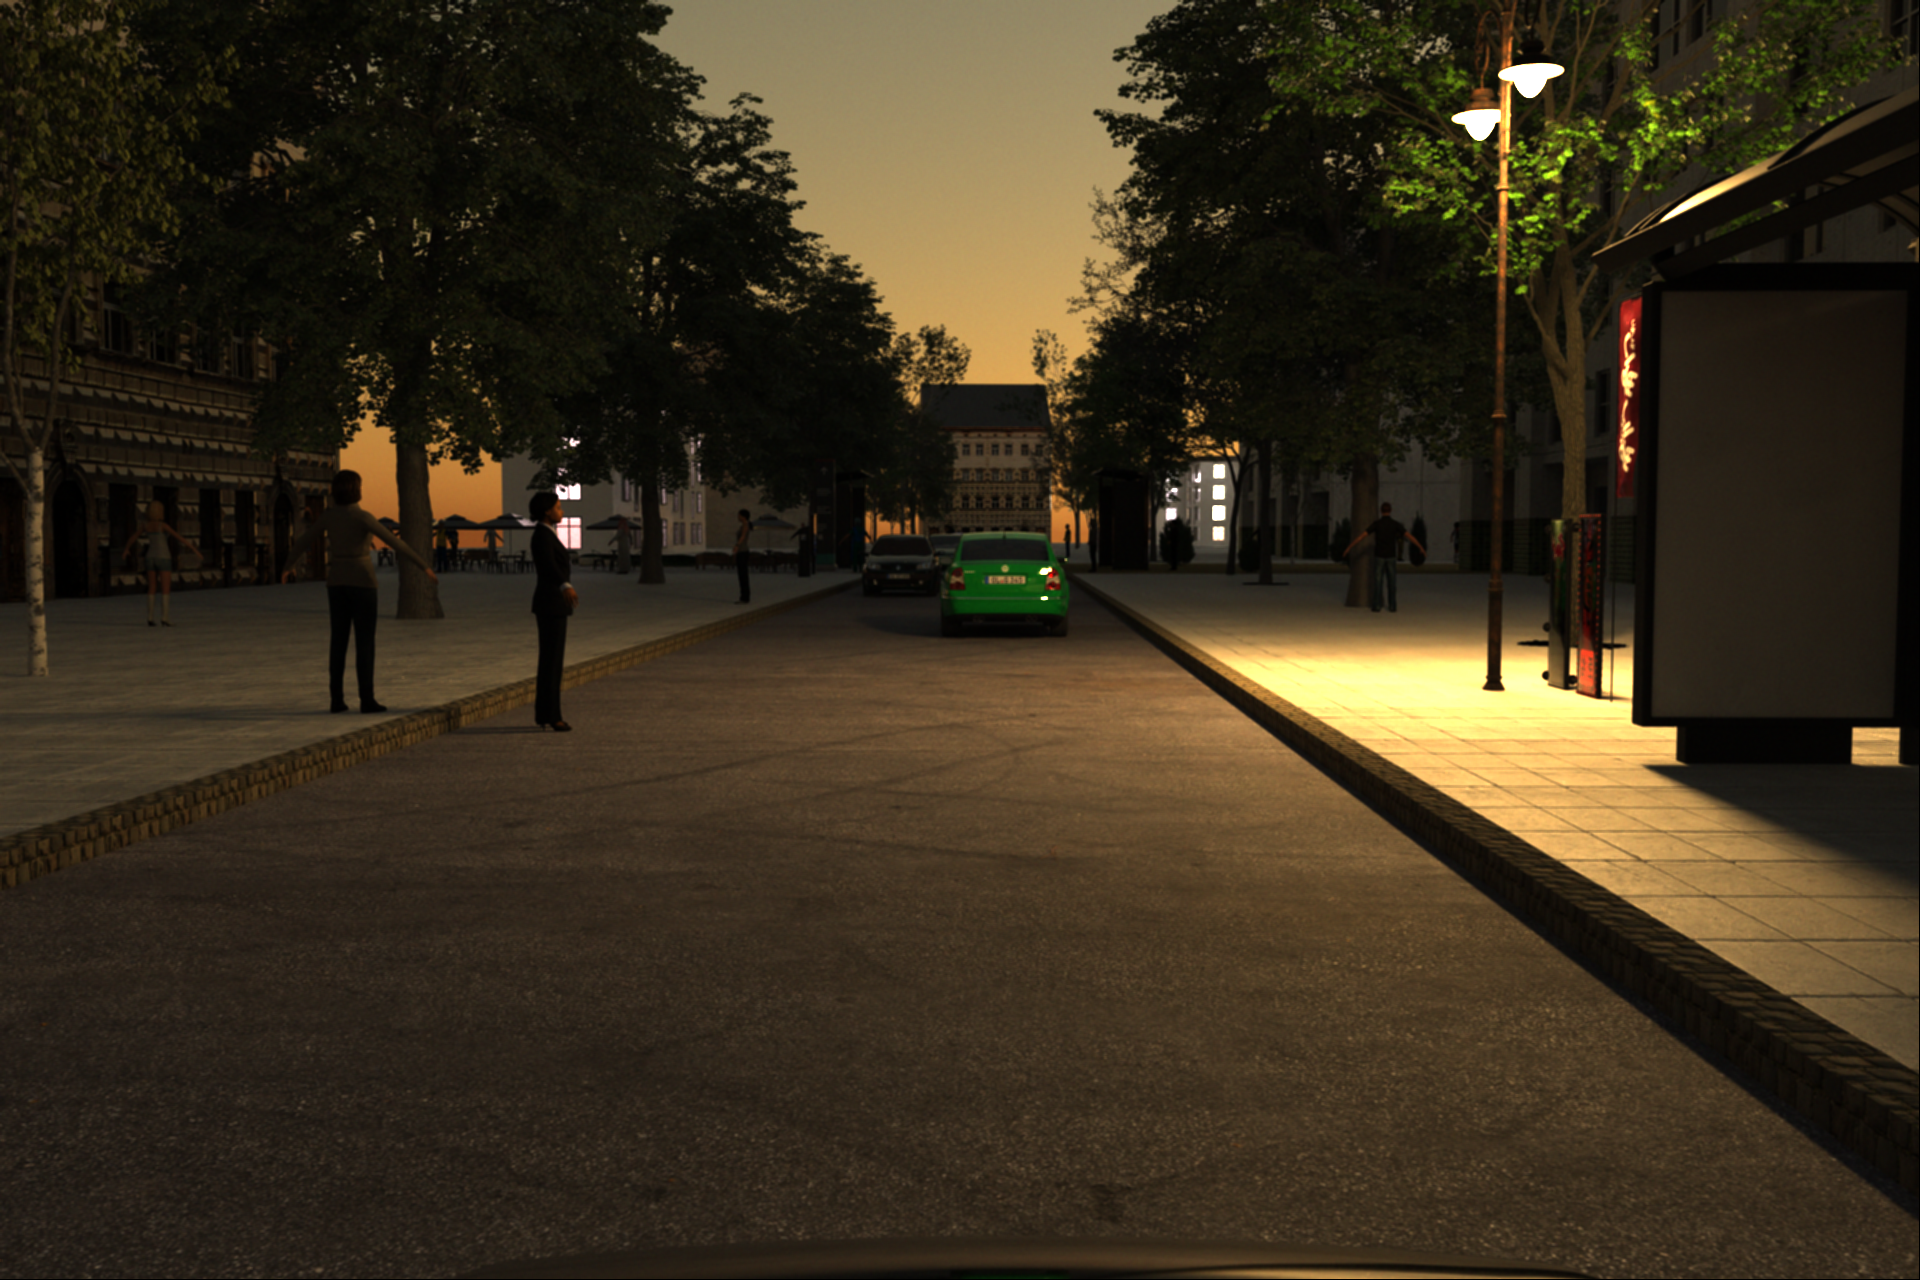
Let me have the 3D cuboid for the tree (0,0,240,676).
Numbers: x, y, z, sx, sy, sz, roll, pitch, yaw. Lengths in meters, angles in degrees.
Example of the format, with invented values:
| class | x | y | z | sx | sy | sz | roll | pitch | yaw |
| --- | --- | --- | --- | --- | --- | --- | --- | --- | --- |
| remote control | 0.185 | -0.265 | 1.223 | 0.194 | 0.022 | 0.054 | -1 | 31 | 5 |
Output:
| class | x | y | z | sx | sy | sz | roll | pitch | yaw |
| --- | --- | --- | --- | --- | --- | --- | --- | --- | --- |
| tree | -8.490 | -3.991 | 15.611 | 4.737 | 8.622 | 4.395 | 0 | 3 | 0 |

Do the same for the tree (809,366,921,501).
| class | x | y | z | sx | sy | sz | roll | pitch | yaw |
| --- | --- | --- | --- | --- | --- | --- | --- | --- | --- |
| tree | -6.226 | -11.065 | 106.668 | 9.928 | 11.665 | 9.643 | 0 | 3 | 0 |

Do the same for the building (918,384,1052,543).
| class | x | y | z | sx | sy | sz | roll | pitch | yaw |
| --- | --- | --- | --- | --- | --- | --- | --- | --- | --- |
| building | 3.305 | -25.607 | 252.062 | 18.063 | 23.208 | 19.493 | 0 | 4 | -3 |

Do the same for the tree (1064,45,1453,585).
| class | x | y | z | sx | sy | sz | roll | pitch | yaw |
| --- | --- | --- | --- | --- | --- | --- | --- | --- | --- |
| tree | 7.677 | -8.146 | 43.564 | 12.009 | 13.543 | 11.850 | 0 | 3 | 0 |

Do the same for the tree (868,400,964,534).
| class | x | y | z | sx | sy | sz | roll | pitch | yaw |
| --- | --- | --- | --- | --- | --- | --- | --- | --- | --- |
| tree | -4.534 | -15.643 | 162.414 | 9.857 | 13.997 | 8.962 | 0 | 3 | 0 |

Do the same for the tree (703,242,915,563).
| class | x | y | z | sx | sy | sz | roll | pitch | yaw |
| --- | --- | --- | --- | --- | --- | --- | --- | --- | --- |
| tree | -6.619 | -10.459 | 77.667 | 9.857 | 13.997 | 8.962 | 0 | 3 | 0 |

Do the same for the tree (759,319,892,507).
| class | x | y | z | sx | sy | sz | roll | pitch | yaw |
| --- | --- | --- | --- | --- | --- | --- | --- | --- | --- |
| tree | -7.220 | -10.481 | 89.494 | 7.486 | 12.596 | 7.792 | 0 | 3 | 0 |

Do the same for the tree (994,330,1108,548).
| class | x | y | z | sx | sy | sz | roll | pitch | yaw |
| --- | --- | --- | --- | --- | --- | --- | --- | --- | --- |
| tree | 9.690 | -18.686 | 161.401 | 12.611 | 20.169 | 13.585 | 0 | 3 | 0 |

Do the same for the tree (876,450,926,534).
| class | x | y | z | sx | sy | sz | roll | pitch | yaw |
| --- | --- | --- | --- | --- | --- | --- | --- | --- | --- |
| tree | -5.379 | -11.181 | 133.174 | 4.360 | 8.622 | 3.978 | 0 | 3 | 0 |

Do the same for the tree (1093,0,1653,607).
| class | x | y | z | sx | sy | sz | roll | pitch | yaw |
| --- | --- | --- | --- | --- | --- | --- | --- | --- | --- |
| tree | 7.214 | -7.548 | 30.066 | 9.857 | 13.997 | 8.962 | 0 | 3 | 0 |

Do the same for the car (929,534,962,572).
| class | x | y | z | sx | sy | sz | roll | pitch | yaw |
| --- | --- | --- | --- | --- | --- | --- | --- | --- | --- |
| car | -0.415 | -2.850 | 58.394 | 2.131 | 1.459 | 4.920 | 0 | 4 | 1 |

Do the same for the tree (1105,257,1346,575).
| class | x | y | z | sx | sy | sz | roll | pitch | yaw |
| --- | --- | --- | --- | --- | --- | --- | --- | --- | --- |
| tree | 8.638 | -7.320 | 54.102 | 8.767 | 10.594 | 7.601 | -1 | 4 | -19 |

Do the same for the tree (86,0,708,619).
| class | x | y | z | sx | sy | sz | roll | pitch | yaw |
| --- | --- | --- | --- | --- | --- | --- | --- | --- | --- |
| tree | -8.185 | -7.288 | 25.815 | 9.857 | 13.997 | 8.962 | 0 | 3 | 0 |

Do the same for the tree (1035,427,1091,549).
| class | x | y | z | sx | sy | sz | roll | pitch | yaw |
| --- | --- | --- | --- | --- | --- | --- | --- | --- | --- |
| tree | 10.275 | -13.193 | 150.109 | 8.767 | 10.594 | 7.601 | 1 | 4 | 20 |

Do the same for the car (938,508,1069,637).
| class | x | y | z | sx | sy | sz | roll | pitch | yaw |
| --- | --- | --- | --- | --- | --- | --- | --- | --- | --- |
| car | 0.641 | -1.022 | 25.498 | 1.959 | 1.807 | 4.718 | 0 | 4 | 1 |

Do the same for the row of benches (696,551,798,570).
| class | x | y | z | sx | sy | sz | roll | pitch | yaw |
| --- | --- | --- | --- | --- | --- | --- | --- | --- | --- |
| row of benches | -7.813 | -2.926 | 63.310 | 4.104 | 0.672 | 1.422 | -2 | 4 | -34 |

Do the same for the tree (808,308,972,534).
| class | x | y | z | sx | sy | sz | roll | pitch | yaw |
| --- | --- | --- | --- | --- | --- | --- | --- | --- | --- |
| tree | -6.085 | -17.622 | 144.010 | 12.611 | 20.169 | 13.585 | 0 | 3 | 0 |

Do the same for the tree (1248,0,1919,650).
| class | x | y | z | sx | sy | sz | roll | pitch | yaw |
| --- | --- | --- | --- | --- | --- | --- | --- | --- | --- |
| tree | 6.827 | -5.730 | 19.448 | 9.928 | 11.665 | 9.643 | 0 | 3 | 0 |

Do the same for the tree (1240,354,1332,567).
| class | x | y | z | sx | sy | sz | roll | pitch | yaw |
| --- | --- | --- | --- | --- | --- | --- | --- | --- | --- |
| tree | 13.043 | -7.154 | 67.334 | 4.360 | 8.622 | 3.978 | 0 | 3 | 0 |

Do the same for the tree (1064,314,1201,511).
| class | x | y | z | sx | sy | sz | roll | pitch | yaw |
| --- | --- | --- | --- | --- | --- | --- | --- | --- | --- |
| tree | 8.915 | -10.492 | 89.669 | 7.486 | 12.596 | 7.792 | 0 | 3 | 0 |

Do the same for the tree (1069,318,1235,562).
| class | x | y | z | sx | sy | sz | roll | pitch | yaw |
| --- | --- | --- | --- | --- | --- | --- | --- | --- | --- |
| tree | 9.096 | -9.421 | 79.784 | 9.928 | 11.665 | 9.643 | 0 | 3 | 0 |

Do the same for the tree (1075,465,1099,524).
| class | x | y | z | sx | sy | sz | roll | pitch | yaw |
| --- | --- | --- | --- | --- | --- | --- | --- | --- | --- |
| tree | 10.737 | -11.730 | 142.143 | 4.360 | 8.622 | 3.978 | 0 | 3 | 0 |

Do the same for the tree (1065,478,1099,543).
| class | x | y | z | sx | sy | sz | roll | pitch | yaw |
| --- | --- | --- | --- | --- | --- | --- | --- | --- | --- |
| tree | 18.857 | -20.029 | 253.226 | 9.928 | 11.665 | 9.643 | 0 | 3 | 0 |

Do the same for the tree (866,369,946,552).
| class | x | y | z | sx | sy | sz | roll | pitch | yaw |
| --- | --- | --- | --- | --- | --- | --- | --- | --- | --- |
| tree | -5.941 | -12.957 | 122.215 | 12.009 | 13.543 | 11.850 | 0 | 3 | 0 |

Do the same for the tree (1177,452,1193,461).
| class | x | y | z | sx | sy | sz | roll | pitch | yaw |
| --- | --- | --- | --- | --- | --- | --- | --- | --- | --- |
| tree | 33.649 | -20.930 | 252.572 | 12.009 | 13.543 | 11.850 | 0 | 3 | 0 |

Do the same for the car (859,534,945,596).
| class | x | y | z | sx | sy | sz | roll | pitch | yaw |
| --- | --- | --- | --- | --- | --- | --- | --- | --- | --- |
| car | -1.349 | -1.910 | 41.021 | 2.009 | 1.686 | 4.222 | 0 | 4 | 1 |

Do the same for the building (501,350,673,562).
| class | x | y | z | sx | sy | sz | roll | pitch | yaw |
| --- | --- | --- | --- | --- | --- | --- | --- | --- | --- |
| building | -19.654 | -9.171 | 92.097 | 9.099 | 9.664 | 28.070 | 0 | 4 | 2 |

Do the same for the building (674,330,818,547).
| class | x | y | z | sx | sy | sz | roll | pitch | yaw |
| --- | --- | --- | --- | --- | --- | --- | --- | --- | --- |
| building | -22.196 | -21.288 | 178.981 | 19.493 | 23.208 | 18.063 | 0 | 4 | 2 |

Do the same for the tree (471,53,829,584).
| class | x | y | z | sx | sy | sz | roll | pitch | yaw |
| --- | --- | --- | --- | --- | --- | --- | --- | --- | --- |
| tree | -8.057 | -8.435 | 44.564 | 9.857 | 13.997 | 8.962 | 0 | 3 | 0 |

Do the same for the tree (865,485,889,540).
| class | x | y | z | sx | sy | sz | roll | pitch | yaw |
| --- | --- | --- | --- | --- | --- | --- | --- | --- | --- |
| tree | -12.734 | -19.487 | 253.016 | 7.601 | 10.594 | 8.767 | 0 | 4 | -2 |

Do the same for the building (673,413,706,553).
| class | x | y | z | sx | sy | sz | roll | pitch | yaw |
| --- | --- | --- | --- | --- | --- | --- | --- | --- | --- |
| building | -23.080 | -11.314 | 127.123 | 9.099 | 9.664 | 28.070 | 0 | 4 | 2 |

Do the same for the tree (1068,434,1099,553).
| class | x | y | z | sx | sy | sz | roll | pitch | yaw |
| --- | --- | --- | --- | --- | --- | --- | --- | --- | --- |
| tree | 9.414 | -10.230 | 117.620 | 4.360 | 8.622 | 3.978 | 0 | 3 | 0 |

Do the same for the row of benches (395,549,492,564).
| class | x | y | z | sx | sy | sz | roll | pitch | yaw |
| --- | --- | --- | --- | --- | --- | --- | --- | --- | --- |
| row of benches | -21.988 | -3.583 | 74.046 | 4.104 | 0.672 | 1.422 | 0 | 4 | -7 |

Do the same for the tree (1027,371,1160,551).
| class | x | y | z | sx | sy | sz | roll | pitch | yaw |
| --- | --- | --- | --- | --- | --- | --- | --- | --- | --- |
| tree | 10.052 | -13.321 | 128.172 | 12.009 | 13.543 | 11.850 | 0 | 3 | 0 |

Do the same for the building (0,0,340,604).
| class | x | y | z | sx | sy | sz | roll | pitch | yaw |
| --- | --- | --- | --- | --- | --- | --- | --- | --- | --- |
| building | -26.577 | -12.700 | 38.578 | 19.493 | 23.208 | 18.063 | 0 | 4 | 1 |

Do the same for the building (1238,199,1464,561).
| class | x | y | z | sx | sy | sz | roll | pitch | yaw |
| --- | --- | --- | --- | --- | --- | --- | --- | --- | --- |
| building | 26.332 | -14.135 | 97.566 | 16.747 | 18.905 | 31.486 | 0 | 4 | 1 |

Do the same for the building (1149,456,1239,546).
| class | x | y | z | sx | sy | sz | roll | pitch | yaw |
| --- | --- | --- | --- | --- | --- | --- | --- | --- | --- |
| building | 26.716 | -15.749 | 199.645 | 9.099 | 9.664 | 28.070 | 0 | 4 | 1 |
